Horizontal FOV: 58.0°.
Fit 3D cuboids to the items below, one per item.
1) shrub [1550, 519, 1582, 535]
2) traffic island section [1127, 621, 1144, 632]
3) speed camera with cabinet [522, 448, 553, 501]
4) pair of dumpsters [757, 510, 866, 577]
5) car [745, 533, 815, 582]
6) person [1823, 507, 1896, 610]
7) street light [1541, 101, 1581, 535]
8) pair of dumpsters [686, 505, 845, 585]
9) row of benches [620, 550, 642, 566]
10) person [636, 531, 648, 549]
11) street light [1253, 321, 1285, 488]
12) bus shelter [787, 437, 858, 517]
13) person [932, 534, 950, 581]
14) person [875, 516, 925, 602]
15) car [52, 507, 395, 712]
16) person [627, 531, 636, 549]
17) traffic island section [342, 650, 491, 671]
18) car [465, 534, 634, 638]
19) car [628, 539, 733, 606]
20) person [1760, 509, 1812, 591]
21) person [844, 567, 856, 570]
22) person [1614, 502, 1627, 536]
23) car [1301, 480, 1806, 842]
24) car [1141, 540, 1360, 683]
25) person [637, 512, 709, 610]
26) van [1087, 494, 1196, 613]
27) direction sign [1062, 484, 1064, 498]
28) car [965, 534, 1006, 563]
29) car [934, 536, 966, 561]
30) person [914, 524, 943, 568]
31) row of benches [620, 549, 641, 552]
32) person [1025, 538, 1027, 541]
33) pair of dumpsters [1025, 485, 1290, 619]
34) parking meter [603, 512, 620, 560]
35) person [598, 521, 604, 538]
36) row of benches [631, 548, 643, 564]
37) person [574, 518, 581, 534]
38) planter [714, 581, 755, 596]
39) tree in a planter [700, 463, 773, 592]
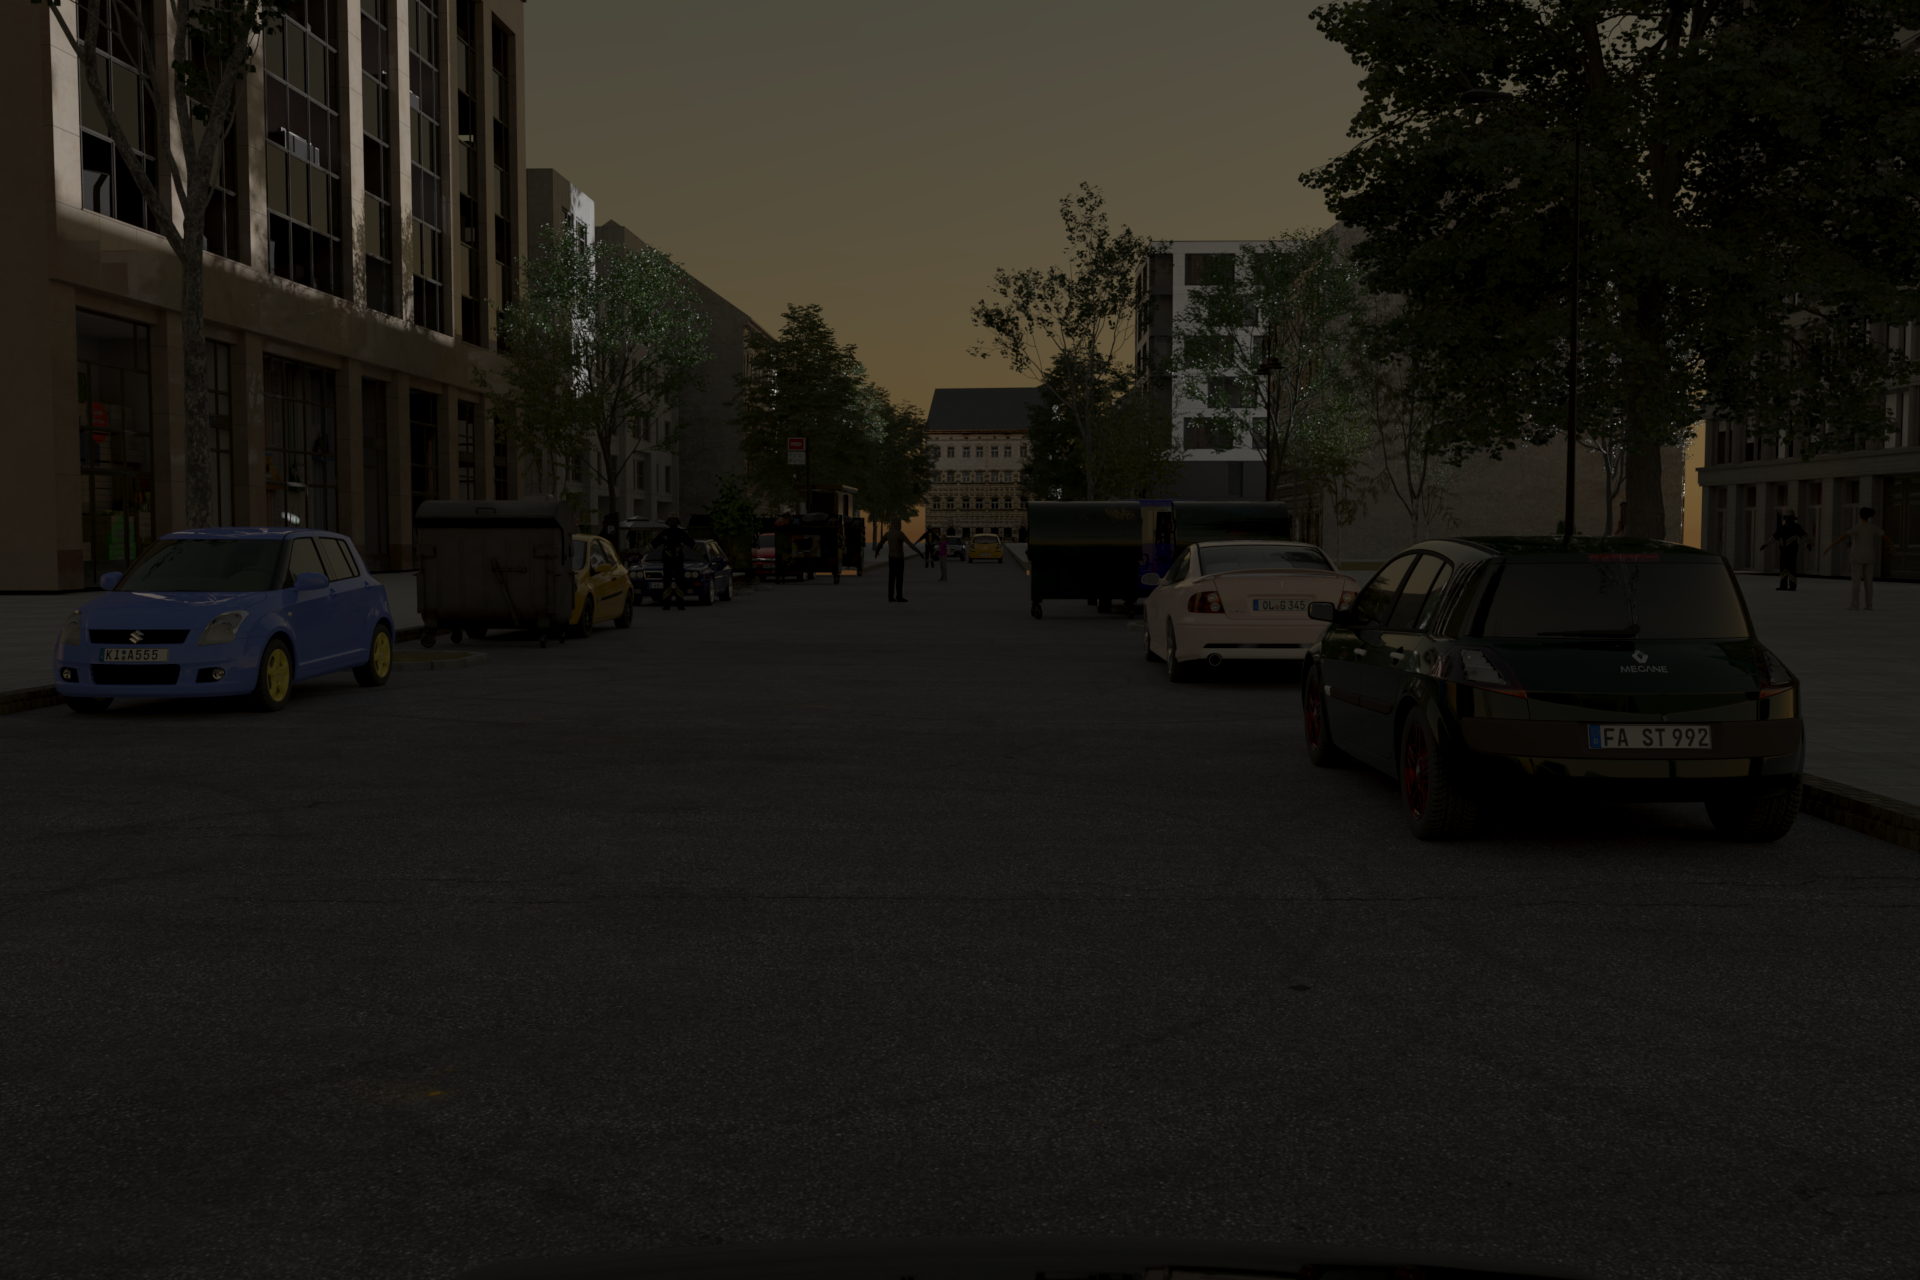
[{"bbox_3d":[27.186,-4.493,77.875,1.690,2.028,1.600,0,3,0],"label":"shrub"},{"bbox_3d":[3.530,-0.197,26.080,1.991,0.108,1.994,0,4,2],"label":"traffic island section"},{"bbox_3d":[-9.726,-2.833,40.649,0.660,3.252,2.038,0,4,2],"label":"speed camera with cabinet"},{"bbox_3d":[-5.404,-3.275,58.492,4.436,2.255,1.574,0,4,1],"label":"pair of dumpsters"},{"bbox_3d":[-5.499,-2.699,53.174,2.155,1.783,4.494,0,4,1],"label":"car"},{"bbox_3d":[15.203,-1.374,29.240,1.217,1.739,0.721,0,4,1],"label":"person"},{"bbox_3d":[7.000,-2.794,18.229,1.470,5.913,1.316,0,4,1],"label":"street light"},{"bbox_3d":[-5.544,-2.723,49.471,4.436,2.255,1.574,0,4,1],"label":"pair of dumpsters"},{"bbox_3d":[-14.368,-3.371,70.580,4.104,0.672,1.422,3,5,41],"label":"row of benches"},{"bbox_3d":[-16.403,-5.058,88.966,0.705,1.796,1.348,1,4,12],"label":"person"},{"bbox_3d":[6.705,-3.970,37.698,0.468,5.910,1.993,0,4,1],"label":"street light"},{"bbox_3d":[-5.933,-5.921,74.440,2.179,5.291,8.768,0,4,3],"label":"bus shelter"},{"bbox_3d":[-0.561,-2.518,52.890,0.599,1.433,0.991,-2,4,-32],"label":"person"},{"bbox_3d":[-1.329,-1.712,36.579,1.348,1.813,0.705,3,4,38],"label":"person"},{"bbox_3d":[-6.297,-0.334,15.060,1.945,1.707,3.694,0,4,1],"label":"car"},{"bbox_3d":[-18.303,-5.536,96.742,0.704,1.802,1.346,1,4,20],"label":"person"},{"bbox_3d":[-6.292,0.233,19.054,1.991,0.108,1.994,0,4,1],"label":"traffic island section"},{"bbox_3d":[-5.919,-0.908,25.066,2.015,1.641,3.980,0,4,2],"label":"car"},{"bbox_3d":[-5.795,-1.428,35.931,1.945,1.354,3.894,0,4,1],"label":"car"},{"bbox_3d":[18.713,-2.035,39.147,0.704,1.845,1.351,-2,4,-24],"label":"person"},{"bbox_3d":[-3.948,-3.440,62.426,1.347,1.806,0.705,2,4,28],"label":"person"},{"bbox_3d":[9.480,-1.092,24.573,0.621,1.740,0.551,0,4,-5],"label":"person"},{"bbox_3d":[3.002,0.020,9.466,2.009,1.686,4.222,0,4,1],"label":"car"},{"bbox_3d":[2.976,-0.349,18.066,2.083,1.381,4.827,0,4,1],"label":"car"},{"bbox_3d":[-5.413,-1.496,32.699,1.354,1.856,0.705,0,4,-8],"label":"person"},{"bbox_3d":[3.456,-1.756,33.088,2.240,2.365,5.245,0,4,1],"label":"van"},{"bbox_3d":[4.655,-5.287,78.434,0.379,3.537,0.876,0,3,0],"label":"direction sign"},{"bbox_3d":[1.271,-4.652,86.290,2.015,1.641,3.980,0,4,1],"label":"car"},{"bbox_3d":[-0.561,-4.896,92.638,1.945,1.354,3.894,0,4,2],"label":"car"},{"bbox_3d":[-1.295,-4.009,73.784,1.354,1.856,0.705,0,4,-6],"label":"person"},{"bbox_3d":[-14.167,-3.553,73.560,4.104,0.672,1.422,1,4,14],"label":"row of benches"},{"bbox_3d":[4.038,-5.357,93.561,0.705,1.833,1.349,3,5,44],"label":"person"},{"bbox_3d":[3.322,-1.503,29.518,4.436,2.255,1.574,0,4,1],"label":"pair of dumpsters"},{"bbox_3d":[-9.121,-2.424,45.337,0.399,1.863,0.255,0,4,1],"label":"parking meter"},{"bbox_3d":[-13.922,-3.772,67.812,0.704,1.812,1.346,1,4,20],"label":"person"},{"bbox_3d":[-14.294,-3.749,76.766,1.422,0.672,4.104,-1,4,-11],"label":"row of benches"},{"bbox_3d":[-11.434,-2.732,51.265,0.434,1.755,0.990,0,4,-5],"label":"person"},{"bbox_3d":[-5.882,-1.204,40.827,1.991,0.319,1.994,0,4,1],"label":"planter"},{"bbox_3d":[-5.795,-2.854,43.884,1.991,3.239,1.994,0,4,1],"label":"tree in a planter"}]
